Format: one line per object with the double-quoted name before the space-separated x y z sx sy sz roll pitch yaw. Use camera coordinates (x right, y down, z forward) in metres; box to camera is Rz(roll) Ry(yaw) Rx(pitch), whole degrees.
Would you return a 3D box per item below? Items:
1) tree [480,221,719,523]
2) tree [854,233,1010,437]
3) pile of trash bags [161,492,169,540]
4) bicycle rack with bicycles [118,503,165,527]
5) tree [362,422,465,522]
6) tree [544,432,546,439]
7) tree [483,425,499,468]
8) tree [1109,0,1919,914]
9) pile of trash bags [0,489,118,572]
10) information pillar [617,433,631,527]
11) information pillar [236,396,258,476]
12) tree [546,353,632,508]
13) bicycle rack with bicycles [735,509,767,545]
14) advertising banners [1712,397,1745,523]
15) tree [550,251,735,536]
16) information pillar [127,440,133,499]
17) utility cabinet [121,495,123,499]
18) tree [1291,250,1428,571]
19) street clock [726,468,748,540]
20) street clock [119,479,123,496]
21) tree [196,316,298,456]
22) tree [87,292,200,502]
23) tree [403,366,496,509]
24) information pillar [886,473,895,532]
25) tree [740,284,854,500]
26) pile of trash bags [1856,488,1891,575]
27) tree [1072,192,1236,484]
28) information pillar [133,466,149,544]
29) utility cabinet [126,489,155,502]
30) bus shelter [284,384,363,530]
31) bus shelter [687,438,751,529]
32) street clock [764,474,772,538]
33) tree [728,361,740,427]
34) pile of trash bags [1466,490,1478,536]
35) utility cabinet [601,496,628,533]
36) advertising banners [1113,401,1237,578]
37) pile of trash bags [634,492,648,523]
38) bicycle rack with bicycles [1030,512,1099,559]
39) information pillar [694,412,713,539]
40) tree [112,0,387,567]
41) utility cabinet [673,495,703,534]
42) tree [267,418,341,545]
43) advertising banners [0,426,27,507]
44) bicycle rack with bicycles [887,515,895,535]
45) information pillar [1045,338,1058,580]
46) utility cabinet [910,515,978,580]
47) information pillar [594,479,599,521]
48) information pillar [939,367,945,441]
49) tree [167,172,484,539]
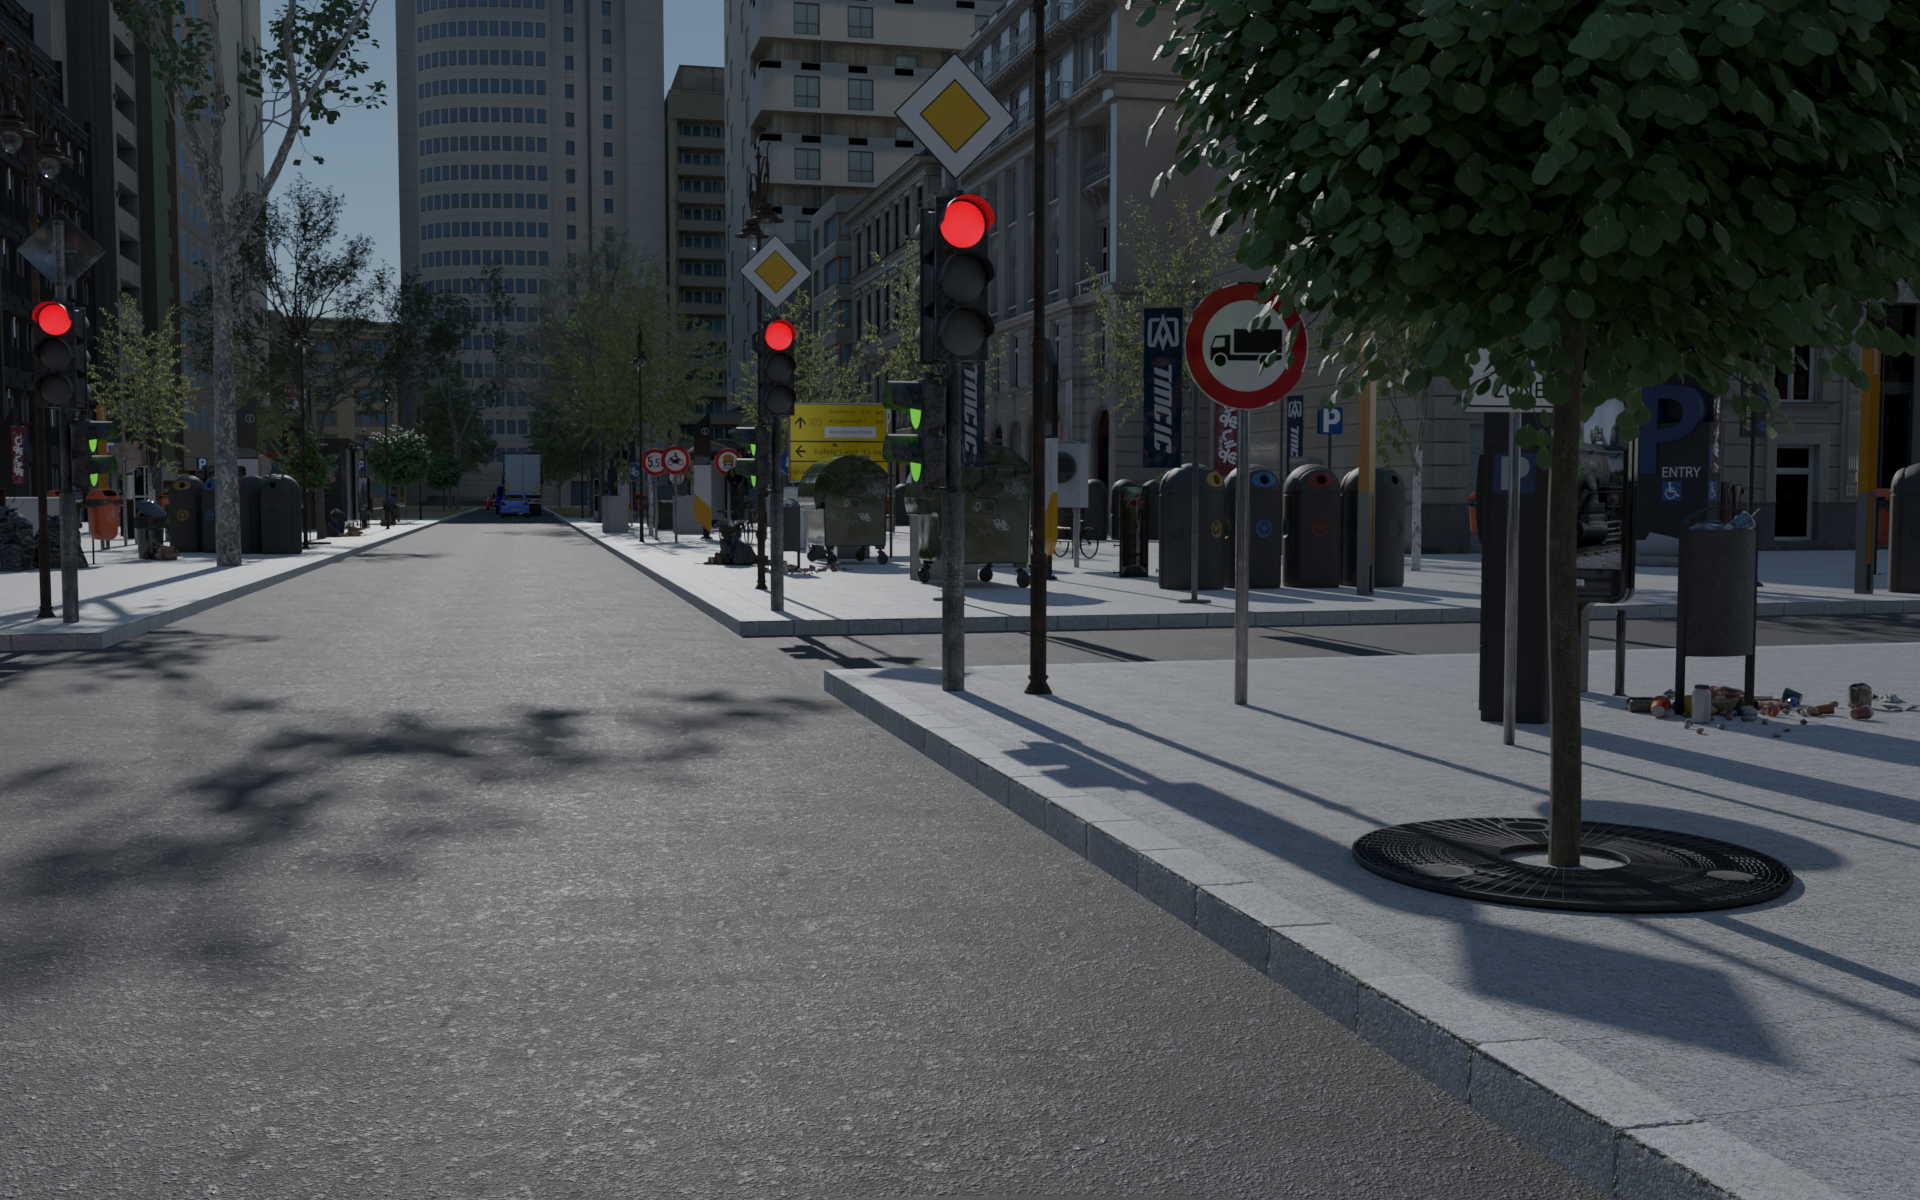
"tree" -15.963 -10.212 77.333 12.009 13.543 11.850 0 3 0
"tree" -0.757 -6.001 48.478 4.360 8.622 3.978 0 3 0
"pile of trash bags" -21.333 -2.369 48.487 1.912 1.369 3.447 -3 4 -39
"bicycle rack with bicycles" -32.337 -3.333 67.876 2.852 0.926 2.925 0 4 7
"tree" -25.548 -5.815 78.790 4.285 4.588 4.351 0 3 0
"tree" -36.148 -12.687 157.787 4.360 8.622 3.978 0 3 0
"tree" -47.743 -14.110 165.117 8.767 10.594 7.601 0 4 5
"tree" 2.163 -1.357 5.904 4.285 4.588 4.351 0 3 0
"pile of trash bags" -16.015 -1.245 30.115 1.912 1.369 3.447 1 4 19
"information pillar" -12.942 -4.608 66.692 0.504 3.616 0.183 -3 5 -44
"information pillar" -16.862 -3.038 41.025 0.504 3.616 0.183 -1 4 -19
"tree" -18.646 -8.430 88.187 4.360 8.622 3.978 0 3 0
"bicycle rack with bicycles" -4.459 -1.843 43.508 2.852 0.926 2.925 0 4 5
"advertising banners" 9.910 -1.602 22.384 0.090 3.025 2.074 2 4 34
"tree" -9.274 -6.253 52.607 4.737 8.622 4.395 0 3 0
"information pillar" -36.160 -5.148 75.525 0.183 3.616 0.504 0 4 6
"utility cabinet" -39.355 -4.363 82.497 1.020 1.237 0.306 -1 4 -16
"tree" 7.407 -4.797 28.796 4.737 8.622 4.395 0 3 0
"street clock" -6.157 -2.626 47.503 0.471 2.002 0.358 0 4 2
"street clock" -40.790 -4.881 84.367 0.358 2.002 0.471 -1 4 -20
"tree" -29.713 -7.487 72.770 4.737 8.622 4.395 0 3 0
"tree" -29.551 -6.886 62.955 4.360 8.622 3.978 0 3 0
"tree" -44.730 -14.303 151.981 7.486 12.596 7.792 0 3 0
"information pillar" -2.398 -3.345 59.182 0.304 2.012 0.304 1 4 12
"tree" -5.244 -6.787 61.334 4.360 8.622 3.978 0 3 0
"pile of trash bags" 15.892 -1.056 27.010 3.447 1.369 1.912 2 4 31
"tree" 4.950 -5.579 41.581 4.360 8.622 3.978 0 3 0
"information pillar" -21.188 -2.467 44.821 0.304 2.012 0.304 -1 4 -11
"utility cabinet" -36.208 -4.150 76.524 1.173 1.500 0.318 -1 4 -20
"bus shelter" -24.187 -5.404 65.993 2.179 5.291 8.768 -1 4 -14
"bus shelter" -9.249 -4.385 65.624 2.014 3.302 5.546 -1 4 -14
"street clock" -5.691 -2.794 50.257 0.471 2.002 0.358 -1 4 -10
"tree" -8.980 -8.120 83.127 4.360 8.622 3.978 0 3 0
"pile of trash bags" 11.502 -1.546 35.034 3.447 1.369 1.912 -2 4 -35
"utility cabinet" -11.544 -2.861 57.945 0.306 1.237 1.020 2 4 30
"advertising banners" 3.396 -1.861 26.622 2.074 3.025 0.090 0 4 -5
"pile of trash bags" -13.146 -4.058 76.099 3.447 1.369 1.912 3 5 41
"bicycle rack with bicycles" 1.102 -1.313 34.842 2.852 0.926 2.925 -2 4 -26
"information pillar" -7.329 -3.550 49.405 0.504 3.616 0.183 0 4 1
"tree" -11.537 -10.664 30.241 12.611 20.169 13.585 0 3 0
"utility cabinet" -8.781 -2.753 56.173 1.020 1.237 0.306 0 4 2
"tree" -16.503 -3.026 44.070 1.663 3.219 1.824 0 3 0
"advertising banners" -24.507 -2.925 44.006 0.090 3.025 2.074 1 4 18
"bicycle rack with bicycles" -3.211 -2.526 54.677 2.852 0.926 2.925 -1 4 -11
"information pillar" 1.347 -2.111 25.872 0.183 3.616 0.504 -1 4 -14
"utility cabinet" -0.243 -0.907 25.986 1.020 1.237 0.306 0 4 -2
"information pillar" -17.555 -4.856 83.895 0.304 2.012 0.304 0 4 1
"information pillar" -0.170 -2.472 31.767 0.183 3.616 0.504 -3 4 -38
"tree" -18.387 -7.053 49.723 8.767 10.594 7.601 -1 4 -15
